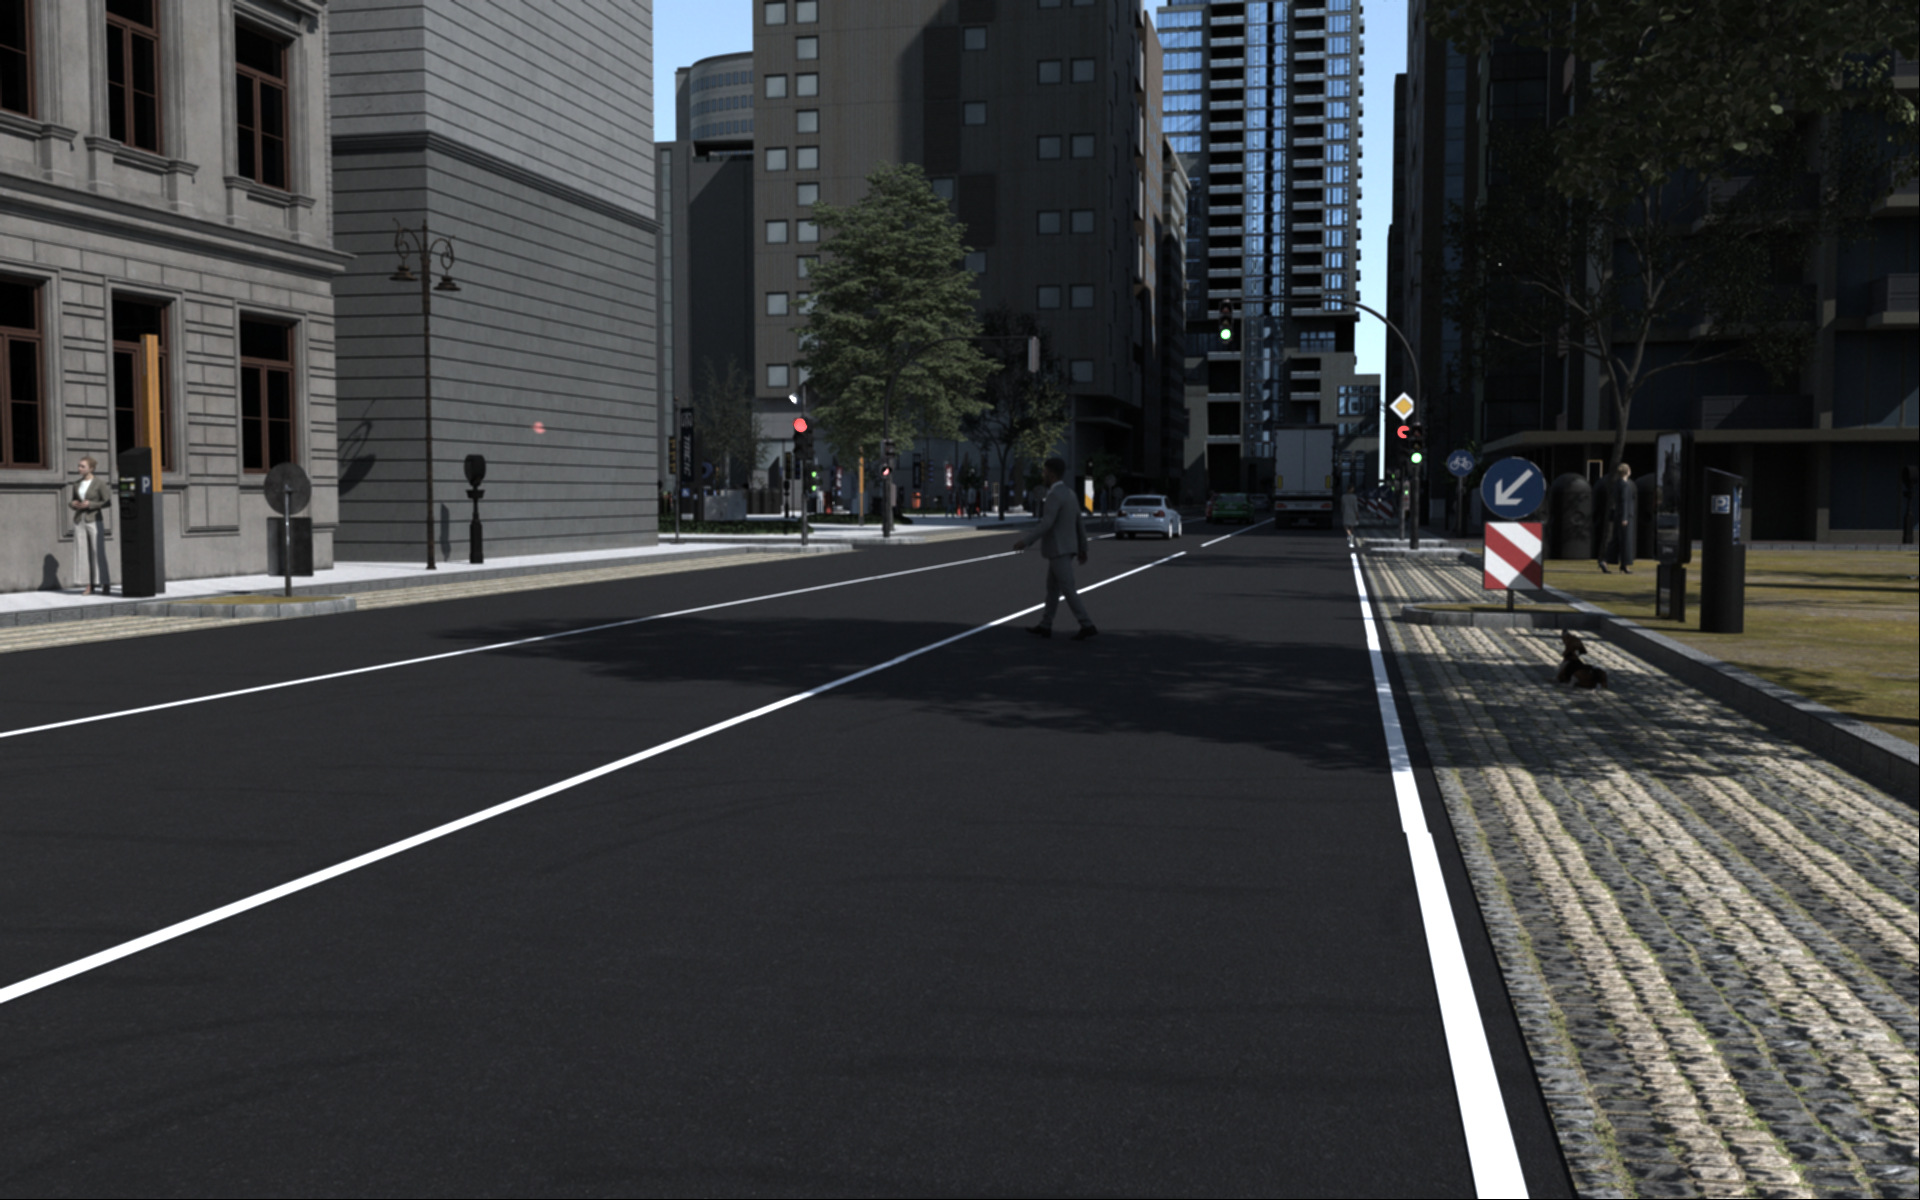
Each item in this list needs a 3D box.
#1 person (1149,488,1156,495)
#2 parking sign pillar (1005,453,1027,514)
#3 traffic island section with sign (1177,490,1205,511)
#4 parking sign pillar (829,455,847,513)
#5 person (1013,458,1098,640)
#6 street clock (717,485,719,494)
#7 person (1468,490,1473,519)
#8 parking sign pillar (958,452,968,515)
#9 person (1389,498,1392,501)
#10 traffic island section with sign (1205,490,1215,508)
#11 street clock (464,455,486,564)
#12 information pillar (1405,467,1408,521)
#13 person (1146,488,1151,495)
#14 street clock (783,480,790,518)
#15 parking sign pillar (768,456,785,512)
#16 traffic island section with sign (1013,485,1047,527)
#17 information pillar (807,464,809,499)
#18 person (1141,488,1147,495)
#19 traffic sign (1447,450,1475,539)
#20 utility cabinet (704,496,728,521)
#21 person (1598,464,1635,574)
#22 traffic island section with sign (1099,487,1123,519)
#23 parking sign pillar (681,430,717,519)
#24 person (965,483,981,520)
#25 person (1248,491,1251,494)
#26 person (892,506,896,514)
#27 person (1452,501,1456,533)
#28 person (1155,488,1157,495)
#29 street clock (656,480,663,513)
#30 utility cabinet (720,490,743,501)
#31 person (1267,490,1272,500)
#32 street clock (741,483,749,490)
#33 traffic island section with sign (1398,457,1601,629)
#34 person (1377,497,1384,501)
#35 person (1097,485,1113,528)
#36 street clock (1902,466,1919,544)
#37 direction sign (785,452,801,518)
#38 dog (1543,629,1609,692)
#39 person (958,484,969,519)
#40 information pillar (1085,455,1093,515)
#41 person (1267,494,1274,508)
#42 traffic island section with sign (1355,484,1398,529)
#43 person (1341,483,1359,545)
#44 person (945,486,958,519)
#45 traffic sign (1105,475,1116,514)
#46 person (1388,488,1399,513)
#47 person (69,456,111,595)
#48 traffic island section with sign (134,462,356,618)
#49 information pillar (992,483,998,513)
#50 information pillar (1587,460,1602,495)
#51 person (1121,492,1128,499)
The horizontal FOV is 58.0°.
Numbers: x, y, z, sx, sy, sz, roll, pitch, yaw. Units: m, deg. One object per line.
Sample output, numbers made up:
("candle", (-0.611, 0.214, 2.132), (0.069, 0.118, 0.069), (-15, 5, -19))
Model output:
("person", (13.473, -6.910, 121.278), (0.655, 1.846, 0.447), (2, 4, 27))
("parking sign pillar", (3.647, -7.585, 112.487), (1.447, 3.967, 1.447), (2, 4, 28))
("traffic island section with sign", (19.948, -8.665, 150.306), (1.989, 1.847, 2.006), (1, 4, 12))
("parking sign pillar", (-8.576, -8.029, 119.752), (1.447, 3.967, 1.447), (-2, 4, -29))
("person", (0.991, -0.512, 17.141), (0.850, 1.792, 0.678), (2, 4, 27))
("street clock", (-16.532, -6.880, 117.065), (0.358, 2.002, 0.471), (2, 4, 35))
("person", (26.232, -5.028, 88.378), (0.709, 1.813, 0.853), (1, 4, 18))
("parking sign pillar", (0.198, -7.385, 109.217), (1.447, 3.967, 1.447), (1, 4, 11))
("person", (31.642, -7.375, 127.305), (1.217, 1.739, 0.721), (1, 4, 10))
("traffic island section with sign", (25.725, -10.277, 176.658), (1.989, 1.847, 2.006), (1, 4, 12))
("street clock", (-8.914, -1.670, 31.876), (0.358, 2.002, 0.471), (-3, 4, -38))
("information pillar", (21.376, -5.594, 82.824), (0.183, 3.616, 0.504), (1, 4, 17))
("person", (15.303, -8.128, 139.489), (0.990, 1.755, 0.434), (1, 4, 22))
("street clock", (-9.125, -5.300, 91.228), (0.358, 2.002, 0.471), (1, 4, 9))
("parking sign pillar", (-13.241, -8.310, 124.341), (1.447, 3.967, 1.447), (-3, 4, -38))
("traffic island section with sign", (3.426, -4.059, 74.994), (1.989, 1.847, 2.006), (1, 4, 12))
("information pillar", (-11.203, -8.402, 128.719), (0.504, 3.616, 0.183), (-3, 5, -44))
("person", (14.816, -8.059, 138.524), (0.721, 1.735, 1.217), (3, 5, 42))
("traffic sign", (14.353, -3.031, 49.659), (0.768, 2.556, 0.104), (1, 4, 21))
("utility cabinet", (-8.824, -3.128, 62.300), (0.306, 1.237, 1.020), (3, 5, 41))
("person", (10.640, -1.312, 27.912), (0.534, 1.772, 0.576), (-1, 4, -22))
("traffic island section with sign", (9.266, -5.684, 101.564), (1.989, 1.847, 2.006), (1, 4, 12))
("parking sign pillar", (-11.245, -5.146, 72.617), (1.447, 3.967, 1.447), (1, 4, 15))
("person", (0.633, -4.856, 85.283), (0.795, 1.843, 0.661), (-2, 4, -27))
("person", (32.518, -11.407, 195.444), (0.683, 1.767, 0.568), (-3, 5, -42))
("person", (-3.097, -4.408, 78.515), (0.834, 1.777, 0.661), (2, 4, 27))
("person", (16.575, -2.890, 57.567), (0.640, 1.303, 0.475), (-3, 4, -39))
("person", (15.733, -8.218, 140.934), (0.617, 1.759, 0.750), (-3, 4, -39))
("street clock", (-15.285, -5.078, 87.601), (0.471, 2.002, 0.358), (1, 4, 23))
("utility cabinet", (-12.227, -5.148, 92.847), (1.173, 1.500, 0.318), (1, 4, 9))
("person", (31.828, -10.395, 178.548), (0.705, 1.814, 1.350), (3, 5, 40))
("street clock", (-14.235, -6.750, 114.940), (0.471, 2.002, 0.358), (-2, 4, -32))
("traffic island section with sign", (5.982, -0.655, 19.338), (1.989, 1.847, 2.006), (1, 4, 12))
("person", (38.626, -9.327, 158.483), (1.348, 1.831, 0.705), (-3, 5, -40))
("person", (6.179, -3.989, 73.740), (0.654, 1.822, 0.581), (2, 4, 33))
("street clock", (24.392, -2.443, 44.508), (0.358, 2.002, 0.471), (0, 4, 6))
("direction sign", (-8.982, -6.187, 93.154), (0.876, 3.537, 0.379), (1, 4, 16))
("dog", (4.553, 0.447, 12.880), (0.550, 0.427, 0.748), (2, 4, 31))
("person", (0.219, -5.040, 88.726), (0.520, 1.790, 0.573), (-3, 4, -39))
("information pillar", (7.737, -6.882, 103.878), (0.504, 3.616, 0.183), (-1, 4, -17))
("person", (32.655, -10.623, 182.737), (0.990, 1.755, 0.434), (1, 4, 9))
("traffic island section with sign", (17.538, -3.876, 72.007), (1.989, 1.847, 2.006), (1, 4, 12))
("person", (11.007, -2.418, 48.791), (0.466, 1.731, 0.760), (0, 4, -5))
("person", (-0.435, -5.124, 90.662), (0.643, 1.720, 0.563), (3, 4, 39))
("traffic sign", (9.853, -6.937, 113.533), (0.768, 2.556, 0.104), (1, 4, 14))
("person", (29.095, -6.706, 115.965), (0.850, 1.792, 0.678), (2, 4, 35))
("person", (-11.066, -0.940, 21.965), (0.519, 1.759, 0.362), (0, 4, 7))
("traffic island section with sign", (-8.445, -0.749, 20.879), (1.989, 1.847, 2.006), (1, 4, 12))
("information pillar", (2.376, -6.898, 117.275), (0.304, 2.012, 0.304), (-3, 5, -43))
("information pillar", (13.883, -2.046, 37.940), (0.304, 2.012, 0.304), (1, 4, 20))
("person", (12.129, -7.170, 126.490), (0.991, 1.433, 0.599), (0, 4, -1))
